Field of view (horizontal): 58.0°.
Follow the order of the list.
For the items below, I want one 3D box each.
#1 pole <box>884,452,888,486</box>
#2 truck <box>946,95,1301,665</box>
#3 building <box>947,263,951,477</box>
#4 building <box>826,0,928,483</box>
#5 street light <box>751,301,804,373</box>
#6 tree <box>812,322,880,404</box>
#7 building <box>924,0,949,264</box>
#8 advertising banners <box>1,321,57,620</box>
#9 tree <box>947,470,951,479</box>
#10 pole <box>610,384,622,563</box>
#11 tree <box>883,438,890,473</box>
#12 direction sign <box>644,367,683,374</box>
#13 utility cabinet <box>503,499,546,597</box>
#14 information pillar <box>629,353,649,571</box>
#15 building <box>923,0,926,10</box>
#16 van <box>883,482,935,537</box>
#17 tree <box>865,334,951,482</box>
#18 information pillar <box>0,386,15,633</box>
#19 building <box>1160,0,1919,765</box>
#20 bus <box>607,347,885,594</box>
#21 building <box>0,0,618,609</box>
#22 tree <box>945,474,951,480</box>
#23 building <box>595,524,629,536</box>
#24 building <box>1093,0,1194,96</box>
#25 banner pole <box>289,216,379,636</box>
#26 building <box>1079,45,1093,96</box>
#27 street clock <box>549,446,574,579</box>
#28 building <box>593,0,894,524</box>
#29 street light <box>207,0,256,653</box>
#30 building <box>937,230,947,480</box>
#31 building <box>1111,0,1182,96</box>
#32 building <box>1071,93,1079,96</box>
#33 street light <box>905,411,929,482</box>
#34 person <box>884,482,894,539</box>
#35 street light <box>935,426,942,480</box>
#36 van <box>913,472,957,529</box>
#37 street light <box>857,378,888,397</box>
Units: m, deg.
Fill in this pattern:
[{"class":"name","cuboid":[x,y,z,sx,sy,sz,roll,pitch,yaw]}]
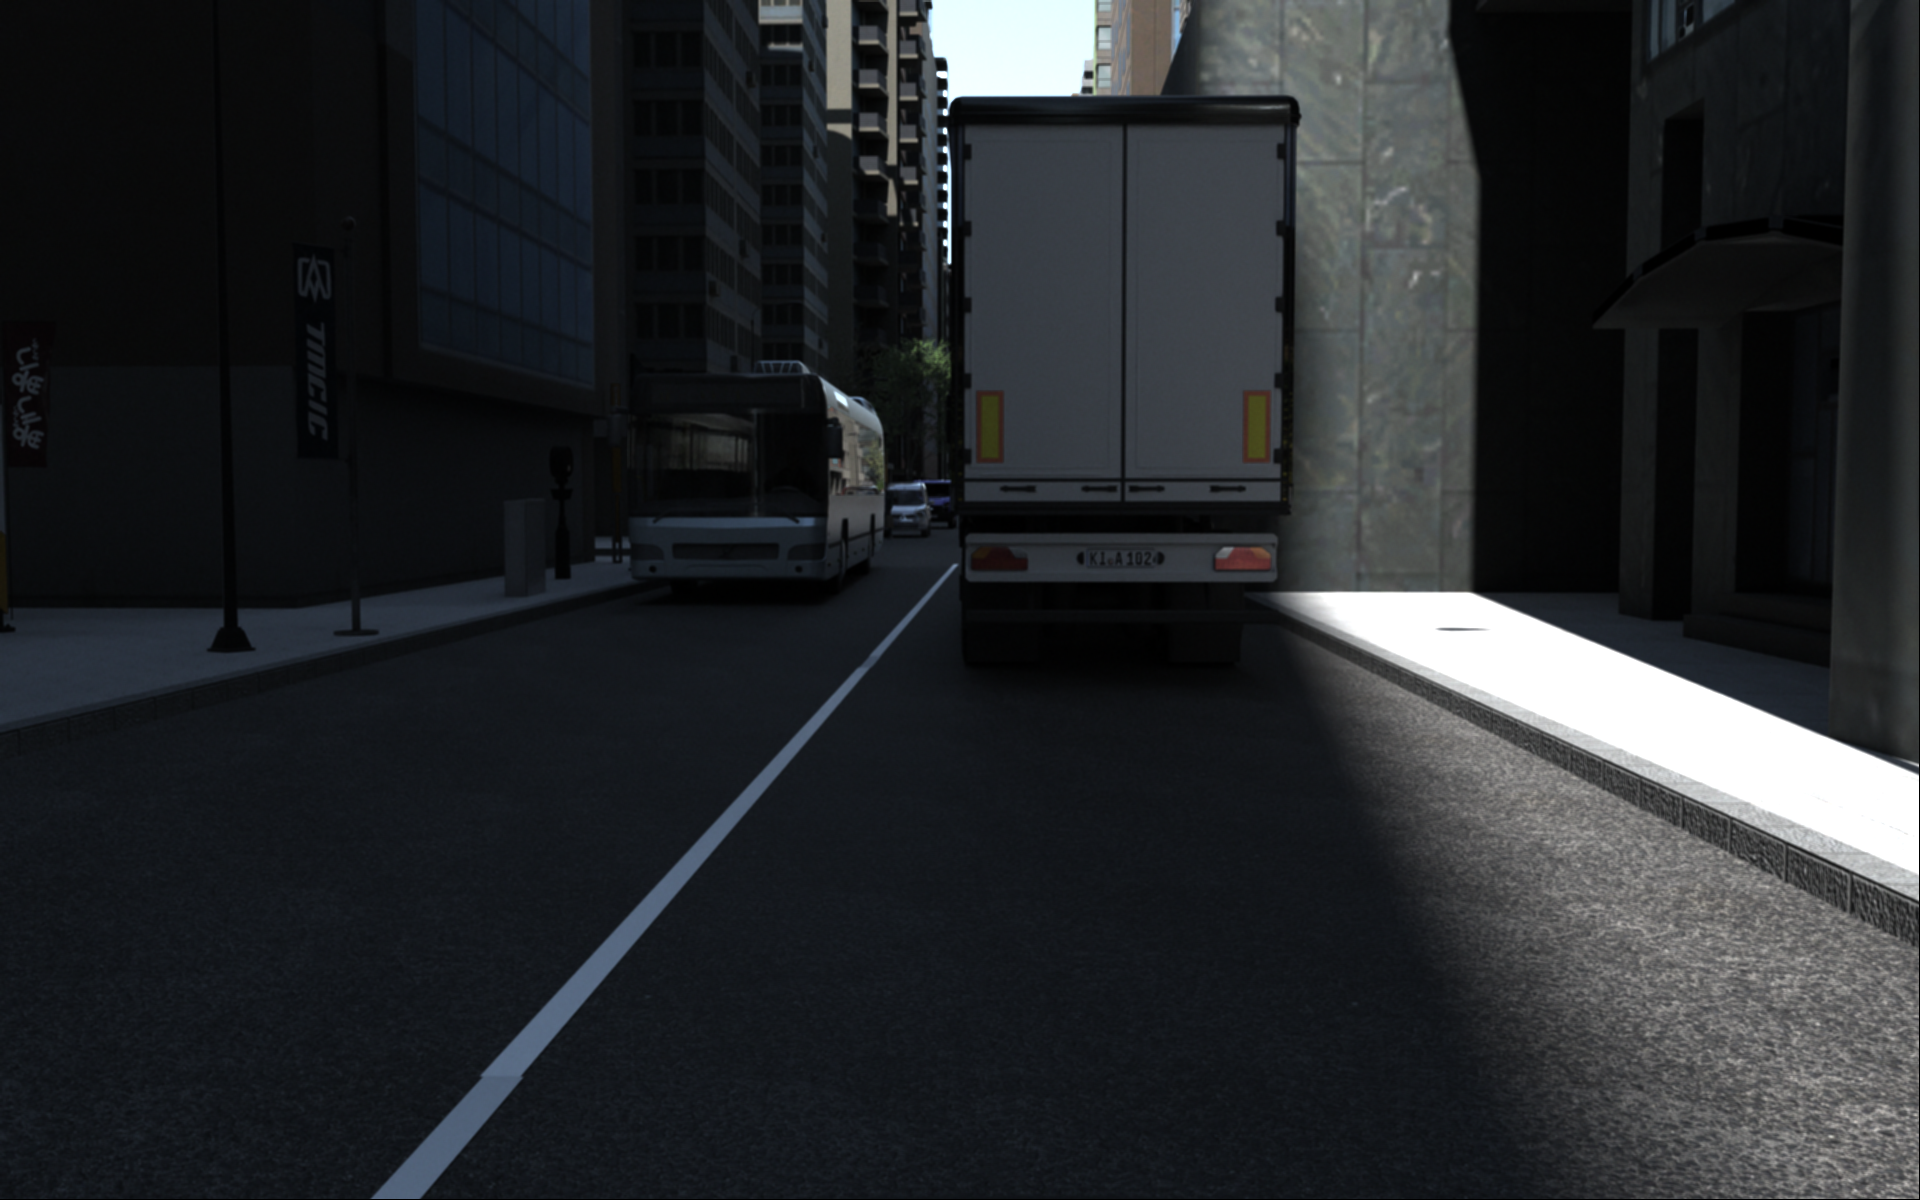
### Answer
[{"class":"pole","cuboid":[-3.607,-5.521,84.114,0.158,3.312,0.155,0,3,0]},{"class":"truck","cuboid":[1.199,-1.768,17.826,2.839,4.237,11.283,0,4,0]},{"class":"building","cuboid":[-7.671,-26.746,208.993,14.160,30.474,14.107,0,4,2]},{"class":"building","cuboid":[-13.925,-29.177,131.675,22.147,44.769,28.867,0,4,2]},{"class":"street light","cuboid":[-4.463,-4.240,41.859,1.470,5.913,1.316,0,4,2]},{"class":"tree","cuboid":[-5.169,-7.583,74.350,4.360,8.622,3.978,0,3,0]},{"class":"building","cuboid":[-11.136,-56.145,230.644,22.319,86.520,31.000,0,4,2]},{"class":"advertising banners","cuboid":[-10.183,-1.304,17.513,2.074,3.025,0.090,0,4,-6]},{"class":"tree","cuboid":[0.027,-12.773,192.544,4.285,4.588,4.351,0,3,0]},{"class":"pole","cuboid":[-6.369,-2.339,32.089,0.158,3.312,0.155,0,3,0]},{"class":"tree","cuboid":[-4.872,-5.855,79.443,4.285,4.588,4.351,0,3,0]},{"class":"direction sign","cuboid":[-5.400,-2.396,31.169,0.876,3.537,0.379,-2,4,-26]},{"class":"utility cabinet","cuboid":[-5.551,-0.668,22.081,0.306,1.237,1.020,0,4,0]},{"class":"information pillar","cuboid":[-5.328,-2.303,29.004,0.183,3.616,0.504,2,4,32]},{"class":"building","cuboid":[-9.819,-30.759,153.025,14.600,45.320,14.200,0,4,2]},{"class":"van","cuboid":[-1.852,-3.161,58.688,2.013,2.044,4.112,0,4,1]},{"class":"tree","cuboid":[-3.180,-11.431,112.644,9.928,11.665,9.643,0,3,0]},{"class":"information pillar","cuboid":[-8.997,-1.497,15.838,0.183,3.616,0.504,2,4,30]},{"class":"building","cuboid":[14.019,-42.935,14.664,22.319,86.520,31.000,0,4,2]},{"class":"bus","cuboid":[-2.882,-2.006,27.659,2.948,3.499,13.247,0,4,1]},{"class":"building","cuboid":[-13.871,-22.949,25.320,14.200,45.320,14.600,0,4,2]},{"class":"tree","cuboid":[-0.883,-10.446,165.399,1.663,3.219,1.824,0,3,0]},{"class":"building","cuboid":[-19.733,-22.329,56.963,32.217,40.220,23.993,0,4,2]},{"class":"building","cuboid":[16.444,-26.930,123.893,14.154,41.232,14.086,0,4,2]},{"class":"banner pole","cuboid":[-5.625,-1.559,15.514,0.401,3.779,0.863,2,4,28]},{"class":"building","cuboid":[23.265,-33.972,175.055,23.786,49.044,30.456,0,4,2]},{"class":"street clock","cuboid":[-6.011,-1.321,26.161,0.358,2.002,0.471,0,4,5]},{"class":"building","cuboid":[-20.098,-24.581,93.773,32.217,40.220,23.993,0,4,2]},{"class":"street light","cuboid":[-5.422,-2.534,13.968,1.470,5.913,1.316,0,4,2]},{"class":"building","cuboid":[-9.023,-25.127,182.526,14.160,30.474,14.107,0,4,2]},{"class":"building","cuboid":[13.397,-25.675,69.900,14.600,45.320,14.200,0,4,2]},{"class":"building","cuboid":[24.542,-43.972,260.939,21.231,58.520,28.212,0,4,2]},{"class":"street light","cuboid":[-2.514,-7.629,97.274,1.470,5.913,1.316,0,4,2]},{"class":"person","cuboid":[-2.362,-2.848,55.047,0.794,1.824,0.713,2,4,35]},{"class":"street light","cuboid":[-1.948,-8.954,118.945,1.470,5.913,1.316,0,4,2]},{"class":"van","cuboid":[-1.121,-4.217,73.324,2.240,2.365,5.245,0,4,2]},{"class":"street light","cuboid":[-3.569,-5.929,69.480,1.470,5.913,1.316,0,4,2]}]
